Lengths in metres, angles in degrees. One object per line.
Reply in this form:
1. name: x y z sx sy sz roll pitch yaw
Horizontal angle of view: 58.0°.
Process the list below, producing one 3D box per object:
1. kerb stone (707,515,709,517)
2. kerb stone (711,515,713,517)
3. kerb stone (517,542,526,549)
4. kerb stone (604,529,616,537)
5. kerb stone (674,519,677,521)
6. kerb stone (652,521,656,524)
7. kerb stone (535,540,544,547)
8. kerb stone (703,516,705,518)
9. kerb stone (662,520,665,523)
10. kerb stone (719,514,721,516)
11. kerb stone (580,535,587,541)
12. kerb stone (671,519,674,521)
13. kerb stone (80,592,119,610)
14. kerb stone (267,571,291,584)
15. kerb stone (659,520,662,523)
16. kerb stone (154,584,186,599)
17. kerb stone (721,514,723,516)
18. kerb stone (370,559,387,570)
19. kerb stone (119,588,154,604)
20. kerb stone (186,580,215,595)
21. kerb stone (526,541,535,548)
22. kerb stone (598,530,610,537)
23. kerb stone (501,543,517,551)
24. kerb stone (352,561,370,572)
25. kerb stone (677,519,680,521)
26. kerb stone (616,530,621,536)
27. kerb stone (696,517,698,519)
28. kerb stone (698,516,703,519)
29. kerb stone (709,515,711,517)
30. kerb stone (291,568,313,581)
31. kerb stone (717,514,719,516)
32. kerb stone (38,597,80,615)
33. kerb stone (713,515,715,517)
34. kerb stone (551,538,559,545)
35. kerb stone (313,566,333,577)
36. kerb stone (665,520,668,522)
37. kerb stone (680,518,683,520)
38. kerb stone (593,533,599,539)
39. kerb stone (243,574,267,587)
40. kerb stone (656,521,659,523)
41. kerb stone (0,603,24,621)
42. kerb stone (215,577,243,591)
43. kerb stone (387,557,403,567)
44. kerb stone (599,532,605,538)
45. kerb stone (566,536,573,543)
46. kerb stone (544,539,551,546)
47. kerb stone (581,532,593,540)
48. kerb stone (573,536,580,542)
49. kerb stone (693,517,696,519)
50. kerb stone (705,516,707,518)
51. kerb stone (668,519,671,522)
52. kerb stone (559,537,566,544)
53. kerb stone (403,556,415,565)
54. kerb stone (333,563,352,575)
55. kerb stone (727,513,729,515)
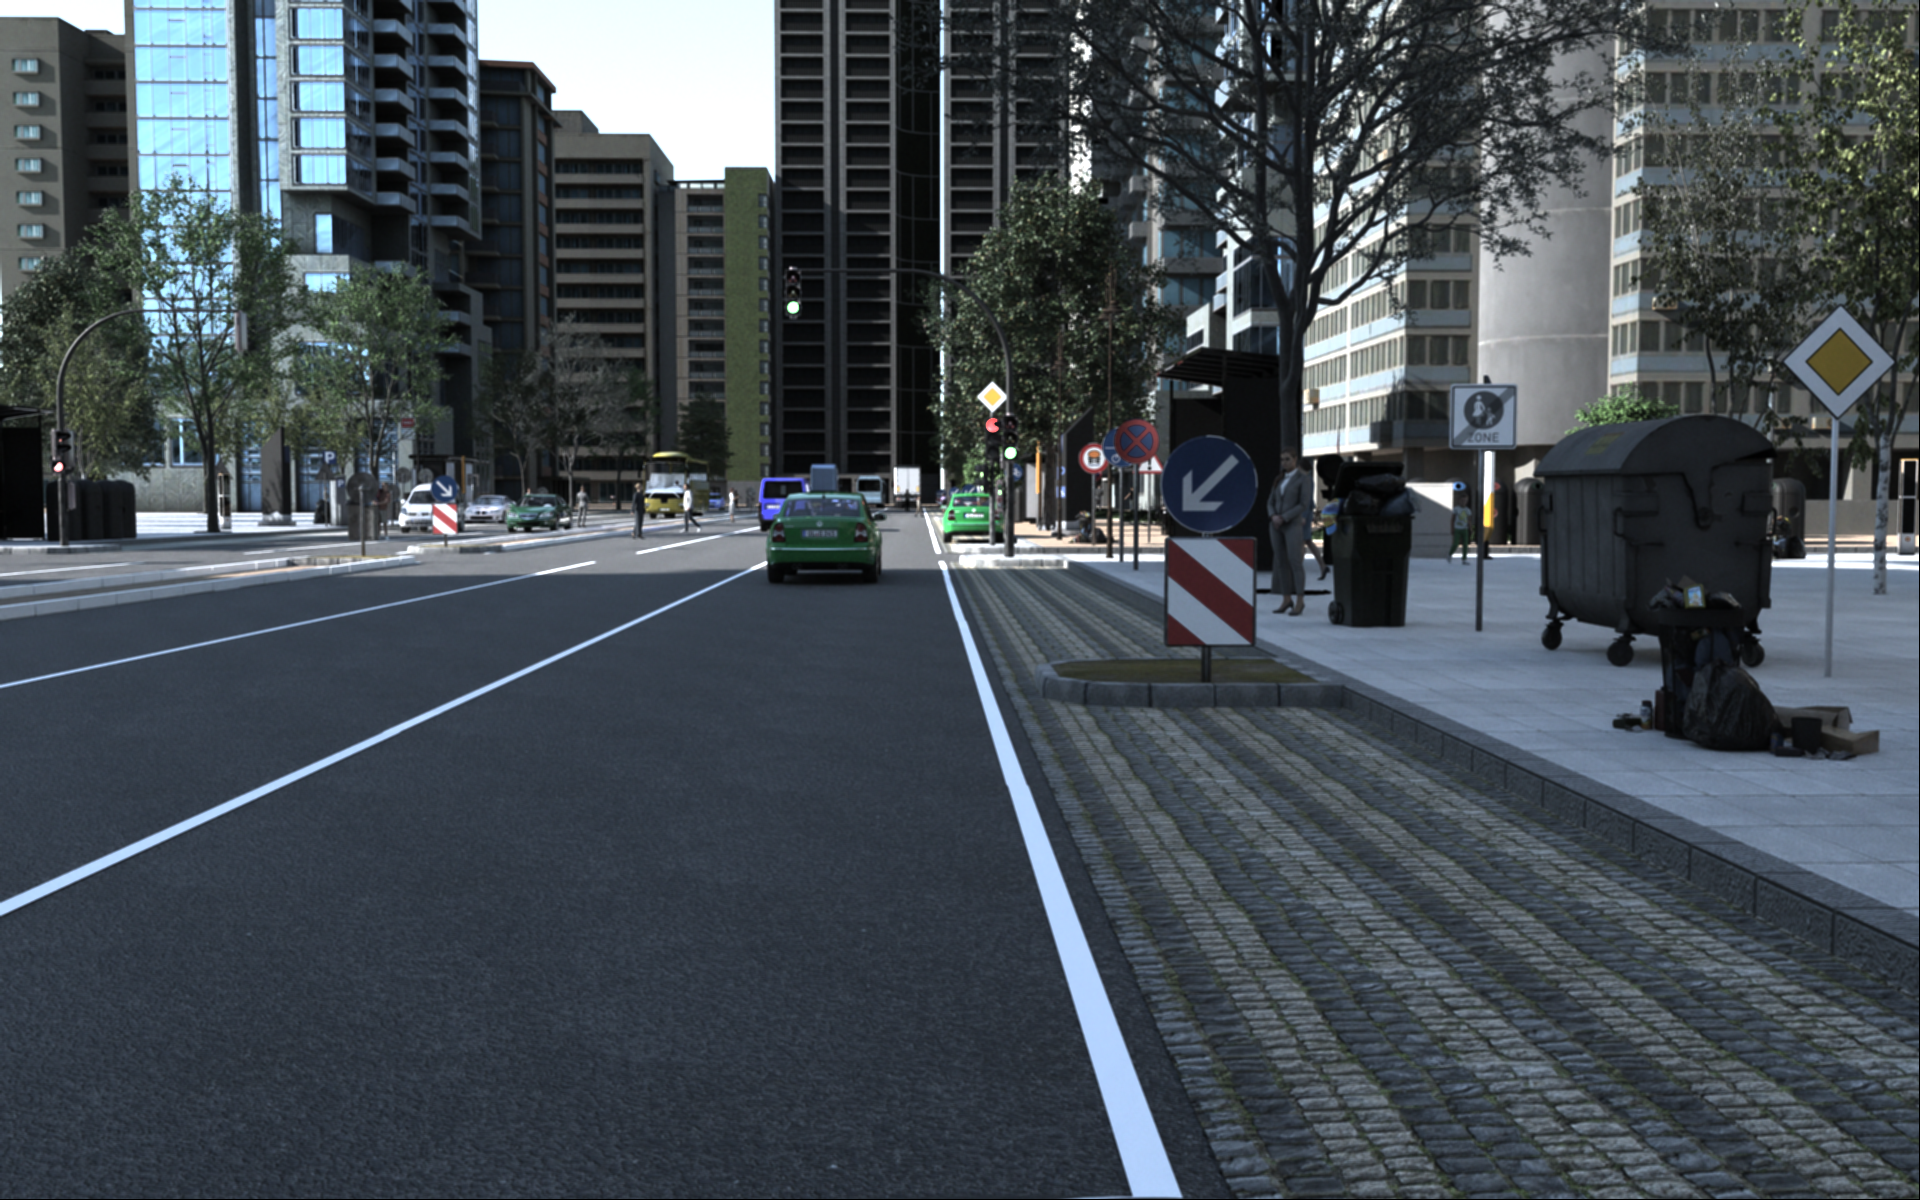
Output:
1. kerb stone: -14.948 -4.843 101.379 0.120 0.150 1.000 0 4 -1
2. kerb stone: -14.996 -4.968 103.424 0.120 0.150 1.000 0 4 -1
3. kerb stone: -11.519 -1.396 45.047 0.120 0.150 1.000 0 4 -1
4. kerb stone: -11.834 -2.212 58.367 0.120 0.150 1.000 0 4 -1
5. kerb stone: -14.635 -4.025 88.056 0.120 0.150 1.000 0 4 -1
6. kerb stone: -14.464 -3.584 80.879 0.120 0.150 1.000 0 4 -1
7. kerb stone: -11.563 -1.523 47.096 0.120 0.150 1.000 0 4 -1
8. kerb stone: -14.901 -4.715 99.336 0.120 0.150 1.000 0 4 -1
9. kerb stone: -14.541 -3.777 83.949 0.120 0.150 1.000 0 4 -1
10. kerb stone: -15.101 -5.218 107.525 0.120 0.150 1.000 0 4 -1
11. kerb stone: -11.707 -1.899 53.238 0.120 0.150 1.000 0 4 -1
12. kerb stone: -14.608 -3.966 87.034 0.120 0.150 1.000 0 4 -1
13. kerb stone: -10.968 0.018 21.913 0.120 0.150 1.000 0 4 -1
14. kerb stone: -11.124 -0.358 28.046 0.120 0.150 1.000 0 4 -1
15. kerb stone: -14.517 -3.714 82.924 0.120 0.150 1.000 0 4 -1
16. kerb stone: -11.020 -0.106 23.960 0.120 0.150 1.000 0 4 -1
17. kerb stone: -15.110 -5.281 108.547 0.120 0.150 1.000 0 4 -1
18. kerb stone: -11.241 -0.671 33.163 0.120 0.150 1.000 0 4 -1
19. kerb stone: -10.994 -0.045 22.935 0.120 0.150 1.000 0 4 -1
20. kerb stone: -11.046 -0.170 24.981 0.120 0.150 1.000 0 4 -1
21. kerb stone: -11.544 -1.451 46.074 0.120 0.150 1.000 0 4 -1
22. kerb stone: -11.813 -2.150 57.345 0.120 0.150 1.000 0 4 -1
23. kerb stone: -11.495 -1.333 44.025 0.120 0.150 1.000 0 4 -1
24. kerb stone: -11.214 -0.608 32.141 0.120 0.150 1.000 0 4 -1
25. kerb stone: -14.651 -4.088 89.087 0.120 0.150 1.000 0 4 -1
26. kerb stone: -11.858 -2.275 59.389 0.120 0.150 1.000 0 4 -1
27. kerb stone: -14.829 -4.529 96.257 0.120 0.150 1.000 0 4 -1
28. kerb stone: -14.880 -4.656 98.313 0.120 0.150 1.000 0 4 -1
29. kerb stone: -14.976 -4.904 102.401 0.120 0.150 1.000 0 4 -1
30. kerb stone: -11.139 -0.414 29.072 0.120 0.150 1.000 0 4 -1
31. kerb stone: -15.066 -5.156 106.499 0.120 0.150 1.000 0 4 -1
32. kerb stone: -10.945 0.080 20.884 0.120 0.150 1.000 0 4 -1
33. kerb stone: -15.022 -5.026 104.451 0.120 0.150 1.000 0 4 -1
34. kerb stone: -11.624 -1.648 49.147 0.120 0.150 1.000 0 4 -1
35. kerb stone: -11.174 -0.483 30.093 0.120 0.150 1.000 0 4 -1
36. kerb stone: -14.568 -3.840 84.975 0.120 0.150 1.000 0 4 -1
37. kerb stone: -14.694 -4.154 90.108 0.120 0.150 1.000 0 4 -1
38. kerb stone: -11.756 -2.019 55.294 0.120 0.150 1.000 0 4 -1
39. kerb stone: -11.104 -0.295 27.024 0.120 0.150 1.000 0 4 -1
40. kerb stone: -14.484 -3.645 81.902 0.120 0.150 1.000 0 4 -1
41. kerb stone: -10.923 0.143 19.857 0.120 0.150 1.000 0 4 -1
42. kerb stone: -11.062 -0.232 26.003 0.120 0.150 1.000 0 4 -1
43. kerb stone: -11.262 -0.733 34.185 0.120 0.150 1.000 0 4 -1
44. kerb stone: -11.787 -2.087 56.322 0.120 0.150 1.000 0 4 -1
45. kerb stone: -11.665 -1.774 51.194 0.120 0.150 1.000 0 4 -1
46. kerb stone: -11.591 -1.586 48.123 0.120 0.150 1.000 0 4 -1
47. kerb stone: -11.733 -1.962 54.272 0.120 0.150 1.000 0 4 -1
48. kerb stone: -11.694 -1.836 52.216 0.120 0.150 1.000 0 4 -1
49. kerb stone: -14.798 -4.467 95.235 0.120 0.150 1.000 0 4 -1
50. kerb stone: -14.925 -4.781 100.357 0.120 0.150 1.000 0 4 -1
51. kerb stone: -14.588 -3.903 86.003 0.120 0.150 1.000 0 4 -1
52. kerb stone: -11.639 -1.705 50.170 0.120 0.150 1.000 0 4 -1
53. kerb stone: -11.277 -0.795 35.208 0.120 0.150 1.000 0 4 -1
54. kerb stone: -11.192 -0.539 31.117 0.120 0.150 1.000 0 4 -1
55. kerb stone: -15.193 -5.464 111.618 0.120 0.150 1.000 0 4 -1
